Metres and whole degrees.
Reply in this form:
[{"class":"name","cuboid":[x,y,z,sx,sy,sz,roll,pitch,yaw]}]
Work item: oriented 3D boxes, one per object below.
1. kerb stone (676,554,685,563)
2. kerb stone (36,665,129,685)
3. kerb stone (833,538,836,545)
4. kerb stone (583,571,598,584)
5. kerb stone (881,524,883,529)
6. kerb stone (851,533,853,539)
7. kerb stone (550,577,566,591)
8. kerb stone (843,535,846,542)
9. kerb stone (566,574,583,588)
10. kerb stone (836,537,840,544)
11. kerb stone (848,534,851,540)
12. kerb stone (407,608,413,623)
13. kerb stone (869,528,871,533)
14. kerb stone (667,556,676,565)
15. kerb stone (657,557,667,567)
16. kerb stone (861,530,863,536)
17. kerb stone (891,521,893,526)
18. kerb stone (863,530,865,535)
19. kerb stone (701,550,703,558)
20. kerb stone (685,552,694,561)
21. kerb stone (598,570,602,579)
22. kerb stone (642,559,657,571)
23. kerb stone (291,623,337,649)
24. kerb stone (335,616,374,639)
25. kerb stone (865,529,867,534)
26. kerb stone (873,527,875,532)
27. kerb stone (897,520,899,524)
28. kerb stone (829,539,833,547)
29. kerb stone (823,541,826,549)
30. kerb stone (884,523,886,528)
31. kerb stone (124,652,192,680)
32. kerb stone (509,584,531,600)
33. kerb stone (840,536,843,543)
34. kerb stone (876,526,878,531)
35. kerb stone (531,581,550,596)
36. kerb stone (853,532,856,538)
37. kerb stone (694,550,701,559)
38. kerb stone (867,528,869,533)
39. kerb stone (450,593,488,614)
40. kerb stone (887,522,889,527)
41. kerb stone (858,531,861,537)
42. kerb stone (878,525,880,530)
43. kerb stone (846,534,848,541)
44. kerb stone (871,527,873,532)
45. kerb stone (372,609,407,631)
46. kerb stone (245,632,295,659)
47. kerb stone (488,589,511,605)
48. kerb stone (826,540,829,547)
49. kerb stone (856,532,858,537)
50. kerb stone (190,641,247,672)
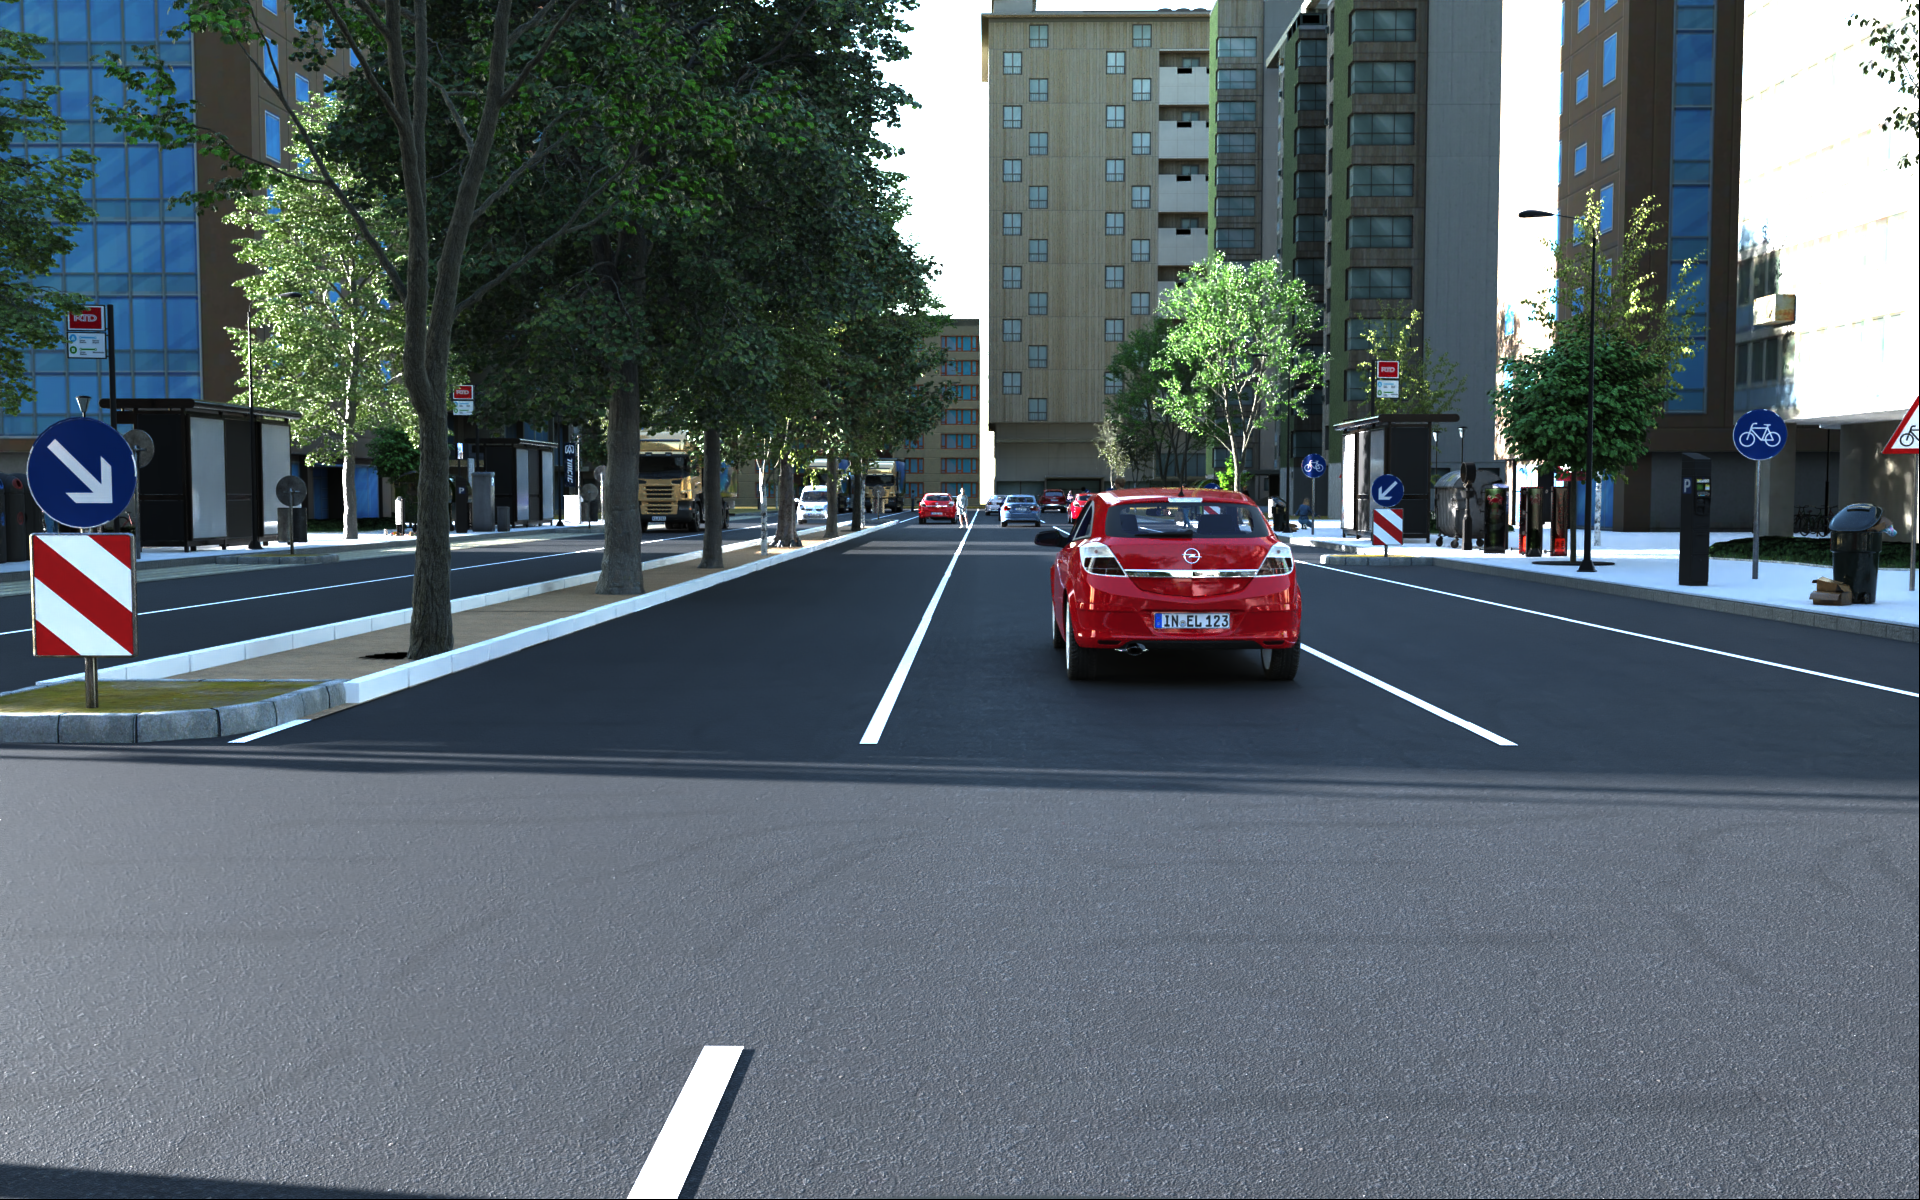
[{"class":"kerb stone","cuboid":[-5.891,-0.834,35.868,0.120,0.150,1.000,0,4,1]},{"class":"kerb stone","cuboid":[-6.237,0.604,12.313,0.120,0.150,1.000,0,4,1]},{"class":"kerb stone","cuboid":[-3.608,-1.587,48.159,0.120,0.150,1.000,0,4,1]},{"class":"kerb stone","cuboid":[-6.006,-0.335,27.679,0.120,0.150,1.000,0,4,1]},{"class":"kerb stone","cuboid":[-3.291,-2.902,69.706,0.120,0.150,1.000,0,4,1]},{"class":"kerb stone","cuboid":[-3.520,-1.965,54.321,0.120,0.150,1.000,0,4,1]},{"class":"kerb stone","cuboid":[-6.044,-0.206,25.621,0.120,0.150,1.000,0,4,1]},{"class":"kerb stone","cuboid":[-3.560,-1.774,51.245,0.120,0.150,1.000,0,4,1]},{"class":"kerb stone","cuboid":[-6.023,-0.273,26.655,0.120,0.150,1.000,0,4,1]},{"class":"kerb stone","cuboid":[-3.593,-1.651,49.181,0.120,0.150,1.000,0,4,1]},{"class":"kerb stone","cuboid":[-3.532,-1.902,53.295,0.120,0.150,1.000,0,4,1]},{"class":"kerb stone","cuboid":[-6.135,0.166,19.477,0.120,0.150,1.000,0,4,1]},{"class":"kerb stone","cuboid":[-3.408,-2.462,62.526,0.120,0.150,1.000,0,4,1]},{"class":"kerb stone","cuboid":[-5.906,-0.774,34.844,0.120,0.150,1.000,0,4,1]},{"class":"kerb stone","cuboid":[-5.925,-0.710,33.822,0.120,0.150,1.000,0,4,1]},{"class":"kerb stone","cuboid":[-3.455,-2.216,58.429,0.120,0.150,1.000,0,4,1]},{"class":"kerb stone","cuboid":[-3.187,-3.343,76.880,0.120,0.150,1.000,0,4,1]},{"class":"kerb stone","cuboid":[-3.441,-2.278,59.451,0.120,0.150,1.000,0,4,1]},{"class":"kerb stone","cuboid":[-5.845,-1.024,38.934,0.120,0.150,1.000,0,4,1]},{"class":"kerb stone","cuboid":[-5.873,-0.898,36.889,0.120,0.150,1.000,0,4,1]},{"class":"kerb stone","cuboid":[-5.990,-0.398,28.704,0.120,0.150,1.000,0,4,1]},{"class":"kerb stone","cuboid":[-5.933,-0.645,32.800,0.120,0.150,1.000,0,4,1]},{"class":"kerb stone","cuboid":[-6.175,0.354,16.404,0.120,0.150,1.000,0,4,1]},{"class":"kerb stone","cuboid":[-6.159,0.292,17.426,0.120,0.150,1.000,0,4,1]},{"class":"kerb stone","cuboid":[-3.421,-2.341,60.473,0.120,0.150,1.000,0,4,1]},{"class":"kerb stone","cuboid":[-3.373,-2.592,64.575,0.120,0.150,1.000,0,4,1]},{"class":"kerb stone","cuboid":[-3.100,-3.654,81.999,0.120,0.150,1.000,0,4,1]},{"class":"kerb stone","cuboid":[-3.628,-1.525,47.131,0.120,0.150,1.000,0,4,1]},{"class":"kerb stone","cuboid":[-3.654,-1.394,45.078,0.120,0.150,1.000,0,4,1]},{"class":"kerb stone","cuboid":[-3.263,-3.031,71.756,0.120,0.150,1.000,0,4,1]},{"class":"kerb stone","cuboid":[-6.228,0.542,13.338,0.120,0.150,1.000,0,4,1]},{"class":"kerb stone","cuboid":[-6.069,-0.084,23.576,0.120,0.150,1.000,0,4,1]},{"class":"kerb stone","cuboid":[-3.577,-1.713,50.213,0.120,0.150,1.000,0,4,1]},{"class":"kerb stone","cuboid":[-3.336,-2.715,66.621,0.120,0.150,1.000,0,4,1]},{"class":"kerb stone","cuboid":[-6.052,-0.147,24.599,0.120,0.150,1.000,0,4,1]},{"class":"kerb stone","cuboid":[-3.508,-2.027,55.343,0.120,0.150,1.000,0,4,1]},{"class":"kerb stone","cuboid":[-5.864,-0.961,37.912,0.120,0.150,1.000,0,4,1]},{"class":"kerb stone","cuboid":[-3.408,-2.402,61.503,0.120,0.150,1.000,0,4,1]},{"class":"kerb stone","cuboid":[-6.101,0.041,21.524,0.120,0.150,1.000,0,4,1]},{"class":"kerb stone","cuboid":[-3.231,-3.147,73.807,0.120,0.150,1.000,0,4,1]},{"class":"kerb stone","cuboid":[-3.473,-2.151,57.394,0.120,0.150,1.000,0,4,1]},{"class":"kerb stone","cuboid":[-3.319,-2.780,67.646,0.120,0.150,1.000,0,4,1]},{"class":"kerb stone","cuboid":[-3.545,-1.839,52.270,0.120,0.150,1.000,0,4,1]},{"class":"kerb stone","cuboid":[-3.384,-2.529,63.552,0.120,0.150,1.000,0,4,1]},{"class":"kerb stone","cuboid":[-6.146,0.229,18.453,0.120,0.150,1.000,0,4,1]},{"class":"kerb stone","cuboid":[-6.190,0.417,15.382,0.120,0.150,1.000,0,4,1]},{"class":"kerb stone","cuboid":[-6.085,-0.019,22.554,0.120,0.150,1.000,0,4,1]},{"class":"kerb stone","cuboid":[-3.652,-1.462,46.100,0.120,0.150,1.000,0,4,1]},{"class":"kerb stone","cuboid":[-3.486,-2.088,56.366,0.120,0.150,1.000,0,4,1]},{"class":"kerb stone","cuboid":[-6.206,0.479,14.360,0.120,0.150,1.000,0,4,1]}]
